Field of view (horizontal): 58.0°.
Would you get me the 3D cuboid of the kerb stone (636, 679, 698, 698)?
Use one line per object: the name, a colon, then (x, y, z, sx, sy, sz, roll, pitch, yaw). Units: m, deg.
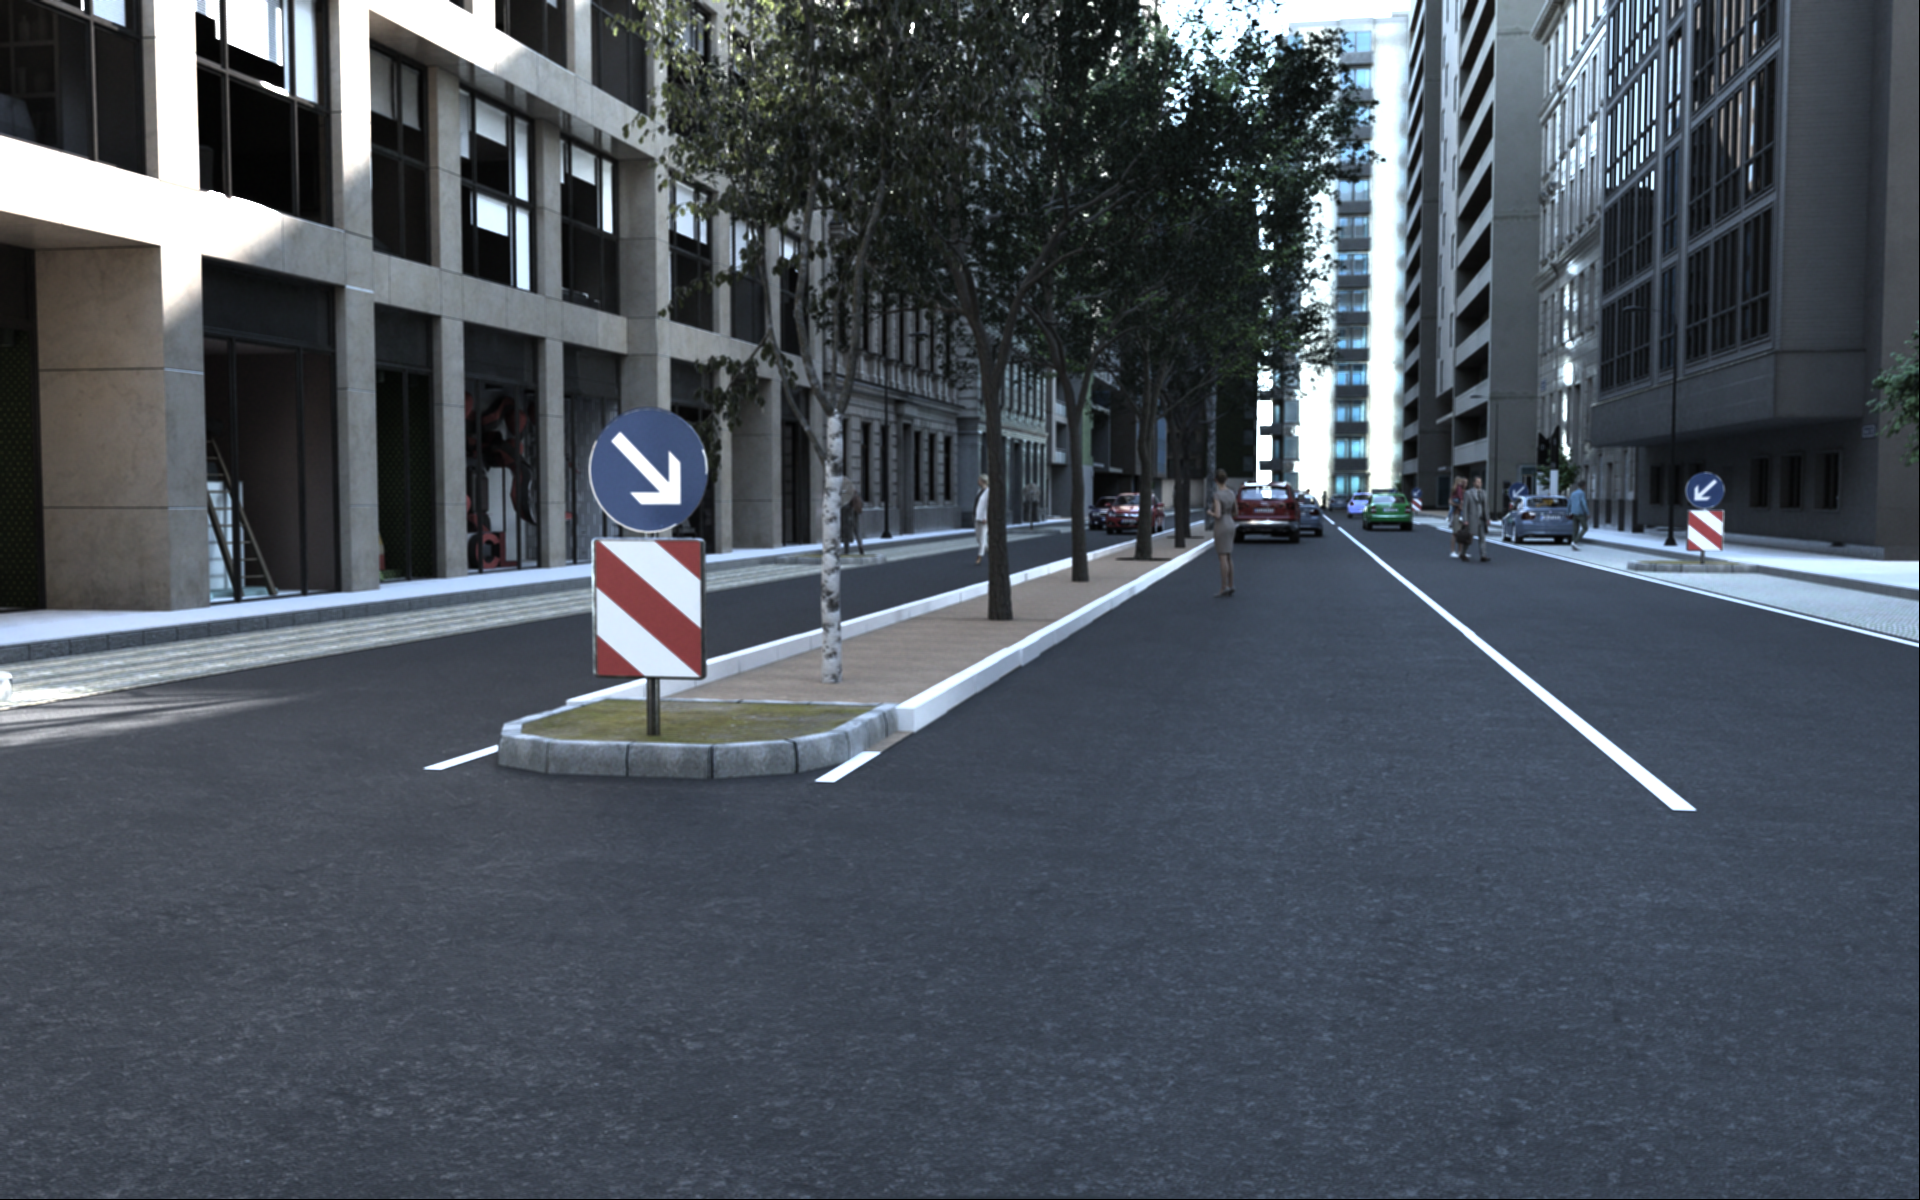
kerb stone: (-2.108, 0.610, 12.294, 0.120, 0.150, 1.000, 1, 4, 11)

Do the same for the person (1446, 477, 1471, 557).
person: (11.321, -1.884, 39.275, 0.573, 1.828, 0.580, 2, 4, 25)

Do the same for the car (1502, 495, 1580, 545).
car: (16.828, -2.340, 50.261, 2.014, 1.417, 4.499, 1, 4, 11)

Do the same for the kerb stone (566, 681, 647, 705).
kerb stone: (-2.301, 0.671, 11.283, 0.120, 0.150, 1.000, 1, 4, 11)

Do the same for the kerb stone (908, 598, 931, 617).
kerb stone: (-0.539, 0.113, 20.342, 0.120, 0.150, 1.000, 1, 4, 11)

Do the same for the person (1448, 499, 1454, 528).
person: (20.546, -3.634, 72.201, 0.394, 1.301, 0.425, 1, 4, 9)

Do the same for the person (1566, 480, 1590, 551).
person: (15.562, -2.128, 43.637, 0.444, 1.785, 0.601, -1, 4, -15)

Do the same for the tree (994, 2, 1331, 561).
tree: (4.041, -6.643, 36.831, 9.928, 11.665, 9.643, 0, 3, 0)

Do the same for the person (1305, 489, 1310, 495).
person: (17.588, -4.785, 87.654, 0.530, 1.710, 0.541, 2, 4, 29)

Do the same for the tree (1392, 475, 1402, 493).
tree: (40.225, -9.963, 157.493, 1.663, 3.219, 1.824, 0, 3, 0)

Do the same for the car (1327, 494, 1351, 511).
car: (31.673, -8.102, 144.467, 2.014, 1.417, 4.499, 1, 4, 12)

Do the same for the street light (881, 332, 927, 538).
street light: (-1.602, -4.733, 49.933, 1.470, 5.913, 1.316, 1, 4, 11)

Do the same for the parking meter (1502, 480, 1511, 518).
parking meter: (23.332, -4.174, 73.948, 0.255, 1.863, 0.399, 0, 4, 7)

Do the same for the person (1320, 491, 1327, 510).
person: (32.650, -8.946, 155.562, 0.721, 1.735, 1.217, 3, 4, 37)

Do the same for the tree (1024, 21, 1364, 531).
tree: (8.712, -12.809, 67.772, 12.611, 20.169, 13.585, 0, 3, 0)

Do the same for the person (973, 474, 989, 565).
person: (0.512, -1.655, 35.436, 0.514, 1.842, 0.818, 3, 4, 38)

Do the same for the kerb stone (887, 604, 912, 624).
kerb stone: (-0.735, 0.177, 19.338, 0.120, 0.150, 1.000, 1, 4, 11)

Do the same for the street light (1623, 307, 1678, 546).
street light: (17.126, -4.307, 42.968, 1.470, 5.913, 1.316, 1, 4, 11)

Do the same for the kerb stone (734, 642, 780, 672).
kerb stone: (-1.713, 0.483, 14.304, 0.120, 0.150, 1.000, 1, 4, 11)

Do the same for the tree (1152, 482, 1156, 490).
tree: (15.669, -9.188, 144.827, 1.663, 3.219, 1.824, 0, 3, 0)

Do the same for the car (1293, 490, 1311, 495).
car: (29.260, -8.628, 149.740, 2.281, 1.827, 5.304, 1, 4, 9)

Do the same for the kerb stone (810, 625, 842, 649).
kerb stone: (-1.322, 0.364, 16.311, 0.120, 0.150, 1.000, 1, 4, 11)

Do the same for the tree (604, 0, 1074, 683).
tree: (-0.940, -3.685, 13.073, 4.360, 8.622, 3.978, 0, 3, 0)

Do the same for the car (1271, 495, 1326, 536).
car: (11.672, -2.936, 60.011, 2.014, 1.417, 4.499, 1, 4, 11)

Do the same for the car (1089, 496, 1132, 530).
car: (6.257, -3.536, 70.388, 1.945, 1.354, 3.894, 1, 4, 11)

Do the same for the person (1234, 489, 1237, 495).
person: (14.757, -5.152, 93.412, 0.551, 1.740, 0.621, 0, 4, 2)

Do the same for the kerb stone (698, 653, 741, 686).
kerb stone: (-1.915, 0.544, 13.297, 0.120, 0.150, 1.000, 1, 4, 11)

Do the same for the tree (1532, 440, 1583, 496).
tree: (21.185, -4.099, 61.615, 1.663, 3.219, 1.824, 0, 3, 0)

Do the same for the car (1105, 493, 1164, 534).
car: (6.417, -3.317, 63.277, 2.155, 1.783, 4.494, 1, 4, 12)

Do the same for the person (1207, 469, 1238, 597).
person: (3.656, -0.936, 24.149, 0.374, 1.781, 0.599, 3, 5, 43)

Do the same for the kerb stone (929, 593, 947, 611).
kerb stone: (-0.344, 0.054, 21.346, 0.120, 0.150, 1.000, 1, 4, 11)

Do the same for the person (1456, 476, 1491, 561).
person: (10.991, -1.731, 36.900, 0.694, 1.812, 0.767, -1, 4, -19)

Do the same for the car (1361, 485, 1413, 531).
car: (17.078, -3.699, 69.277, 1.959, 1.807, 4.718, 1, 4, 10)

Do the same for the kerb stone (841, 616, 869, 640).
kerb stone: (-1.120, 0.298, 17.320, 0.120, 0.150, 1.000, 1, 4, 11)

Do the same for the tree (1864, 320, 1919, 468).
tree: (15.676, -2.606, 26.319, 4.285, 4.588, 4.351, 0, 3, 0)

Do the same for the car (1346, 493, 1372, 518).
car: (24.062, -5.747, 103.552, 1.945, 1.707, 3.694, 1, 4, 11)

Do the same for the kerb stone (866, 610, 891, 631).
kerb stone: (-0.927, 0.236, 18.330, 0.120, 0.150, 1.000, 1, 4, 11)

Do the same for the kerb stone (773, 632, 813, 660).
kerb stone: (-1.518, 0.421, 15.308, 0.120, 0.150, 1.000, 1, 4, 11)

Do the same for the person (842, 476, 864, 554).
person: (-2.496, -1.877, 39.147, 0.622, 1.834, 0.822, -1, 4, -21)

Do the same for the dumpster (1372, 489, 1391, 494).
dumpster: (35.393, -8.370, 145.064, 1.865, 1.857, 1.264, 1, 4, 10)

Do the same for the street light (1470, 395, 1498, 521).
street light: (24.650, -6.660, 81.430, 1.470, 5.913, 1.316, 1, 4, 11)

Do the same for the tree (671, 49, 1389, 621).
tree: (0.546, -5.062, 19.626, 8.767, 10.594, 7.601, 1, 4, 11)

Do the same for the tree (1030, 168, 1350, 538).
tree: (7.315, -8.734, 55.627, 12.009, 13.543, 11.850, 0, 3, 0)

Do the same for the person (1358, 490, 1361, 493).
person: (28.619, -7.012, 123.866, 1.217, 1.735, 0.721, -2, 4, -31)

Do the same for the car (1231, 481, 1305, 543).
car: (9.279, -2.679, 52.476, 2.281, 1.827, 5.304, 1, 4, 11)
